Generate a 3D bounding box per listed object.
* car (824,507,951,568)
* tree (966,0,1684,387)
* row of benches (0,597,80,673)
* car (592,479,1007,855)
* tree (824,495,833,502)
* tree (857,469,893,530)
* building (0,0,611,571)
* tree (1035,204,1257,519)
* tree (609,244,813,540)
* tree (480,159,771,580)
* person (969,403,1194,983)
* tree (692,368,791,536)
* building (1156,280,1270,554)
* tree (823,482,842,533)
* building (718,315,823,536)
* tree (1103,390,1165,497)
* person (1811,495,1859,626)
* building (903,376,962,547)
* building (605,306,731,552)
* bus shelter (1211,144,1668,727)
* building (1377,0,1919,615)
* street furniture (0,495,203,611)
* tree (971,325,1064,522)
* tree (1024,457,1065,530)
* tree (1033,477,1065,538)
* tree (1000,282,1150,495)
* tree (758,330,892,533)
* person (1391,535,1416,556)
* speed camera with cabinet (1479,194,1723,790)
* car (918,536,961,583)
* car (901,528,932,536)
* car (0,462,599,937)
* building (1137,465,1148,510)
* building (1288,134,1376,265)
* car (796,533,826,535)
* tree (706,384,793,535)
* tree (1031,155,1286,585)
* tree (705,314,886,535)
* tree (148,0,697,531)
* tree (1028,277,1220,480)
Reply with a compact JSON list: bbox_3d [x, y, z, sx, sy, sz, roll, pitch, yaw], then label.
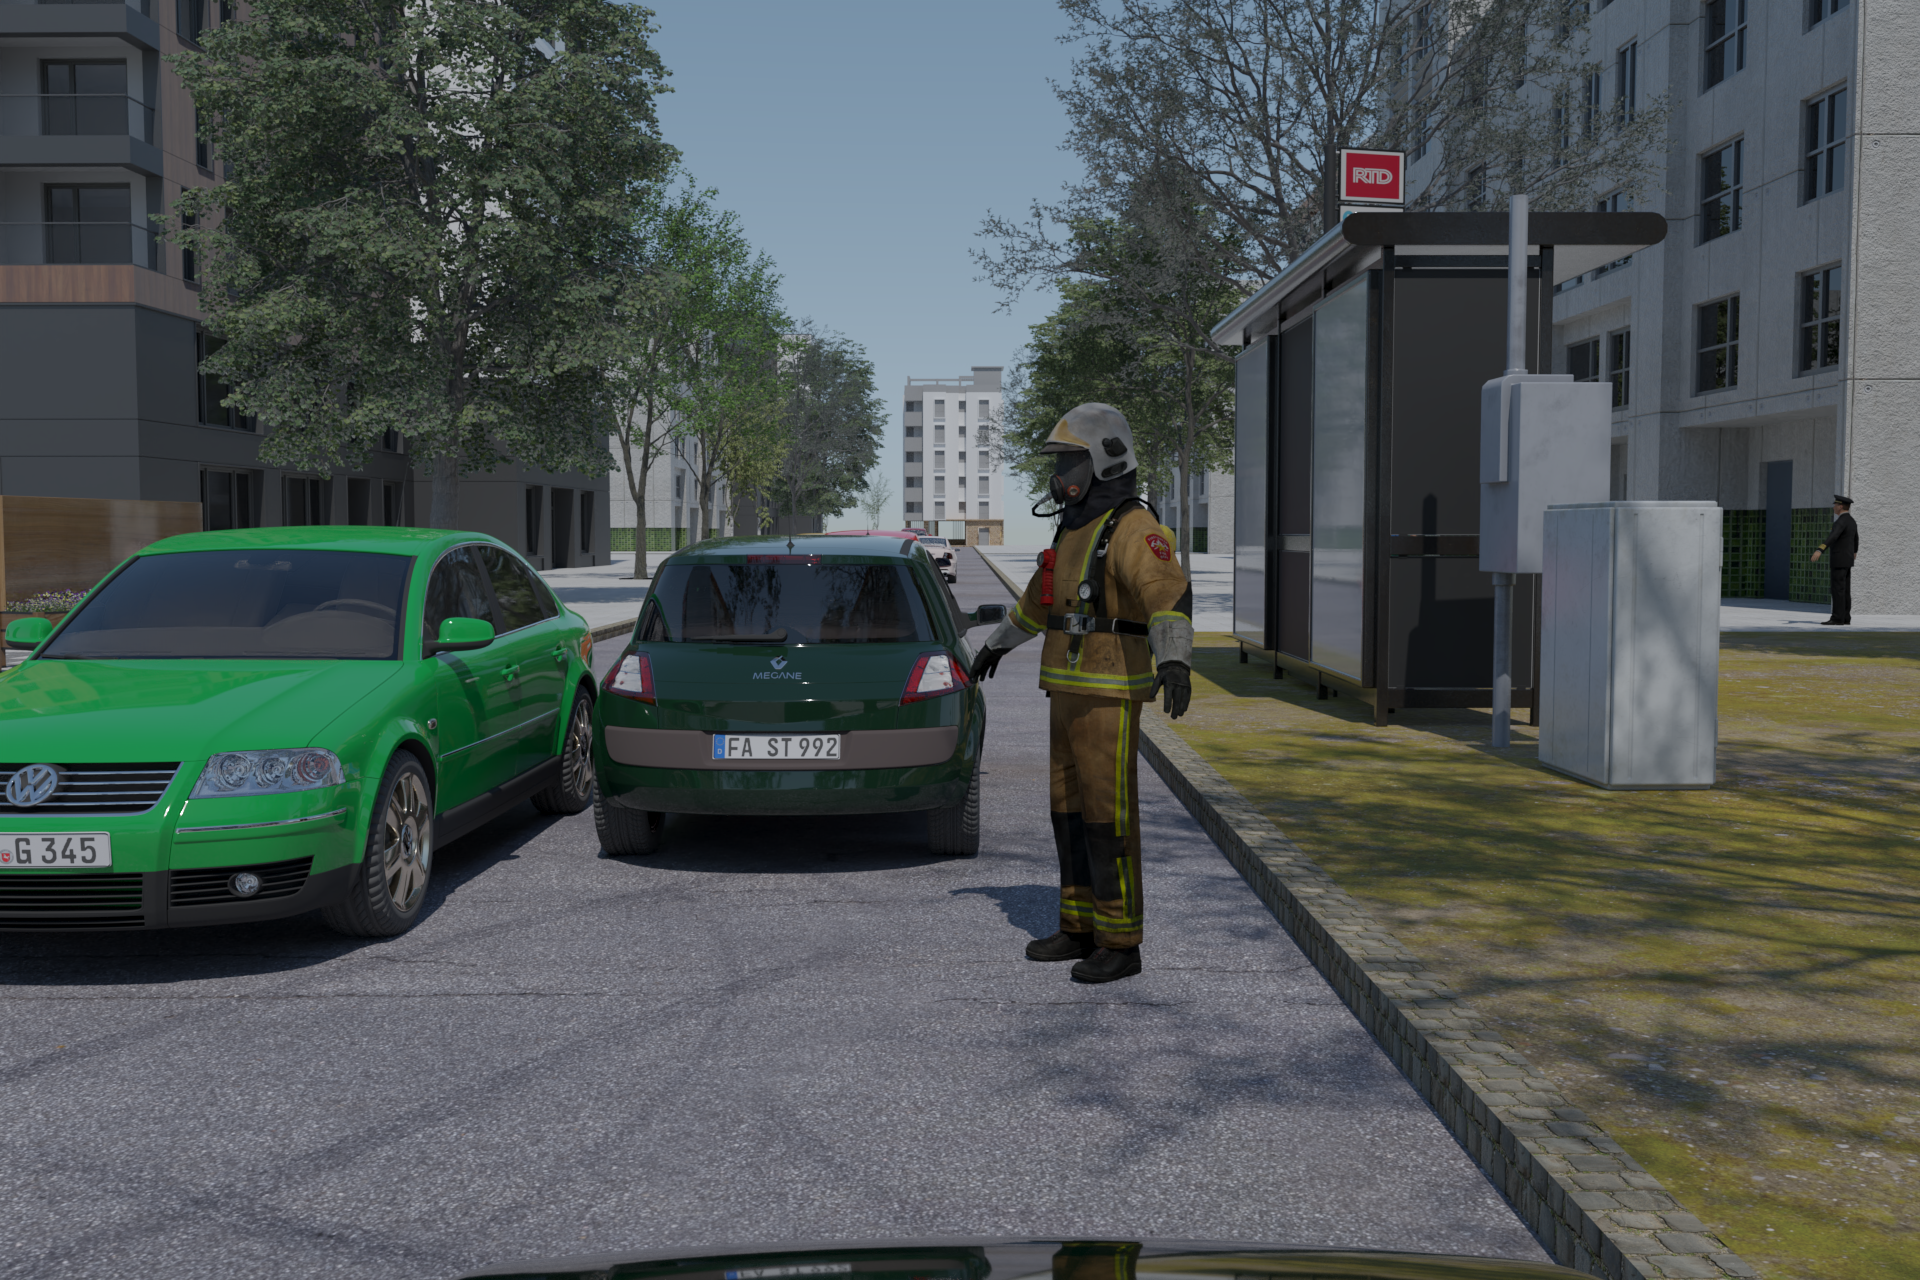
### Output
[{"bbox_3d":[-1.188,-0.877,23.380,2.155,1.783,4.494,0,4,-1],"label":"car"},{"bbox_3d":[5.675,-7.128,26.912,12.009,13.543,11.850,0,3,0],"label":"tree"},{"bbox_3d":[-9.358,-0.002,15.503,1.422,0.672,4.104,2,4,24],"label":"row of benches"},{"bbox_3d":[-0.745,0.041,9.122,2.009,1.686,4.222,0,4,0],"label":"car"},{"bbox_3d":[-15.912,-15.345,201.257,4.360,8.622,3.978,0,3,0],"label":"tree"},{"bbox_3d":[-9.093,-14.984,195.355,4.360,8.622,3.978,0,3,0],"label":"tree"},{"bbox_3d":[-28.508,-12.873,54.457,27.936,21.610,32.646,0,4,1],"label":"building"},{"bbox_3d":[6.154,-8.288,53.632,7.486,12.596,7.792,0,3,0],"label":"tree"},{"bbox_3d":[-9.046,-8.306,61.560,9.928,11.665,9.643,0,3,0],"label":"tree"},{"bbox_3d":[-9.093,-7.500,48.388,9.928,11.665,9.643,0,3,0],"label":"tree"},{"bbox_3d":[0.419,0.156,5.680,0.705,1.858,1.354,-2,4,-25],"label":"person"},{"bbox_3d":[-9.297,-7.440,72.008,4.737,8.622,4.395,0,3,0],"label":"tree"},{"bbox_3d":[24.622,-16.071,129.218,16.747,18.905,31.486,0,4,0],"label":"building"},{"bbox_3d":[-15.403,-15.031,196.123,4.737,8.622,4.395,0,3,0],"label":"tree"},{"bbox_3d":[-29.081,-20.221,174.583,27.936,21.610,32.646,0,4,0],"label":"building"},{"bbox_3d":[6.457,-7.325,70.120,4.737,8.622,4.395,0,3,0],"label":"tree"},{"bbox_3d":[12.384,-1.129,24.395,1.347,1.837,0.705,-3,5,-41],"label":"person"},{"bbox_3d":[-6.169,-20.810,199.112,11.380,20.090,16.016,0,4,-3],"label":"building"},{"bbox_3d":[-29.314,-16.823,141.510,16.747,18.905,31.486,0,4,0],"label":"building"},{"bbox_3d":[3.570,-2.324,15.625,2.179,5.291,8.768,0,3,0],"label":"bus shelter"},{"bbox_3d":[22.349,-10.775,42.627,16.747,18.905,31.486,0,3,0],"label":"building"},{"bbox_3d":[-11.867,-1.010,23.373,9.812,1.723,11.010,0,4,3],"label":"street furniture"},{"bbox_3d":[5.779,-11.393,96.639,12.009,13.543,11.850,0,3,0],"label":"tree"},{"bbox_3d":[11.189,-16.832,200.963,9.928,11.665,9.643,0,3,0],"label":"tree"},{"bbox_3d":[10.726,-14.884,193.723,4.360,8.622,3.978,0,3,0],"label":"tree"},{"bbox_3d":[5.704,-9.813,78.573,7.486,12.596,7.792,0,3,0],"label":"tree"},{"bbox_3d":[-9.094,-12.403,109.438,9.857,13.997,8.962,0,3,0],"label":"tree"},{"bbox_3d":[10.186,-2.097,40.412,1.347,1.817,0.704,1,4,20],"label":"person"},{"bbox_3d":[3.476,-0.930,9.542,0.660,3.252,2.038,0,4,-2],"label":"speed camera with cabinet"},{"bbox_3d":[-1.016,-2.410,51.771,2.083,1.381,4.827,0,3,0],"label":"car"},{"bbox_3d":[-2.816,-5.878,104.786,2.281,1.827,5.304,0,4,0],"label":"car"},{"bbox_3d":[-2.831,0.075,7.567,1.959,1.807,4.718,0,4,1],"label":"car"},{"bbox_3d":[22.604,-14.150,173.502,9.099,9.664,28.070,0,3,0],"label":"building"},{"bbox_3d":[25.256,-14.980,75.858,19.493,23.208,18.063,0,4,0],"label":"building"},{"bbox_3d":[-2.311,-1.116,28.465,2.015,1.641,3.980,0,4,0],"label":"car"},{"bbox_3d":[-9.507,-7.941,80.196,4.737,8.622,4.395,0,3,0],"label":"tree"},{"bbox_3d":[5.189,-6.567,41.789,7.601,10.594,8.767,-1,4,-21],"label":"tree"},{"bbox_3d":[-9.271,-11.418,97.058,12.009,13.543,11.850,0,3,0],"label":"tree"},{"bbox_3d":[-9.235,-7.606,31.022,9.857,13.997,8.962,0,3,0],"label":"tree"},{"bbox_3d":[5.964,-7.836,62.538,7.601,10.594,8.767,1,4,14],"label":"tree"}]
